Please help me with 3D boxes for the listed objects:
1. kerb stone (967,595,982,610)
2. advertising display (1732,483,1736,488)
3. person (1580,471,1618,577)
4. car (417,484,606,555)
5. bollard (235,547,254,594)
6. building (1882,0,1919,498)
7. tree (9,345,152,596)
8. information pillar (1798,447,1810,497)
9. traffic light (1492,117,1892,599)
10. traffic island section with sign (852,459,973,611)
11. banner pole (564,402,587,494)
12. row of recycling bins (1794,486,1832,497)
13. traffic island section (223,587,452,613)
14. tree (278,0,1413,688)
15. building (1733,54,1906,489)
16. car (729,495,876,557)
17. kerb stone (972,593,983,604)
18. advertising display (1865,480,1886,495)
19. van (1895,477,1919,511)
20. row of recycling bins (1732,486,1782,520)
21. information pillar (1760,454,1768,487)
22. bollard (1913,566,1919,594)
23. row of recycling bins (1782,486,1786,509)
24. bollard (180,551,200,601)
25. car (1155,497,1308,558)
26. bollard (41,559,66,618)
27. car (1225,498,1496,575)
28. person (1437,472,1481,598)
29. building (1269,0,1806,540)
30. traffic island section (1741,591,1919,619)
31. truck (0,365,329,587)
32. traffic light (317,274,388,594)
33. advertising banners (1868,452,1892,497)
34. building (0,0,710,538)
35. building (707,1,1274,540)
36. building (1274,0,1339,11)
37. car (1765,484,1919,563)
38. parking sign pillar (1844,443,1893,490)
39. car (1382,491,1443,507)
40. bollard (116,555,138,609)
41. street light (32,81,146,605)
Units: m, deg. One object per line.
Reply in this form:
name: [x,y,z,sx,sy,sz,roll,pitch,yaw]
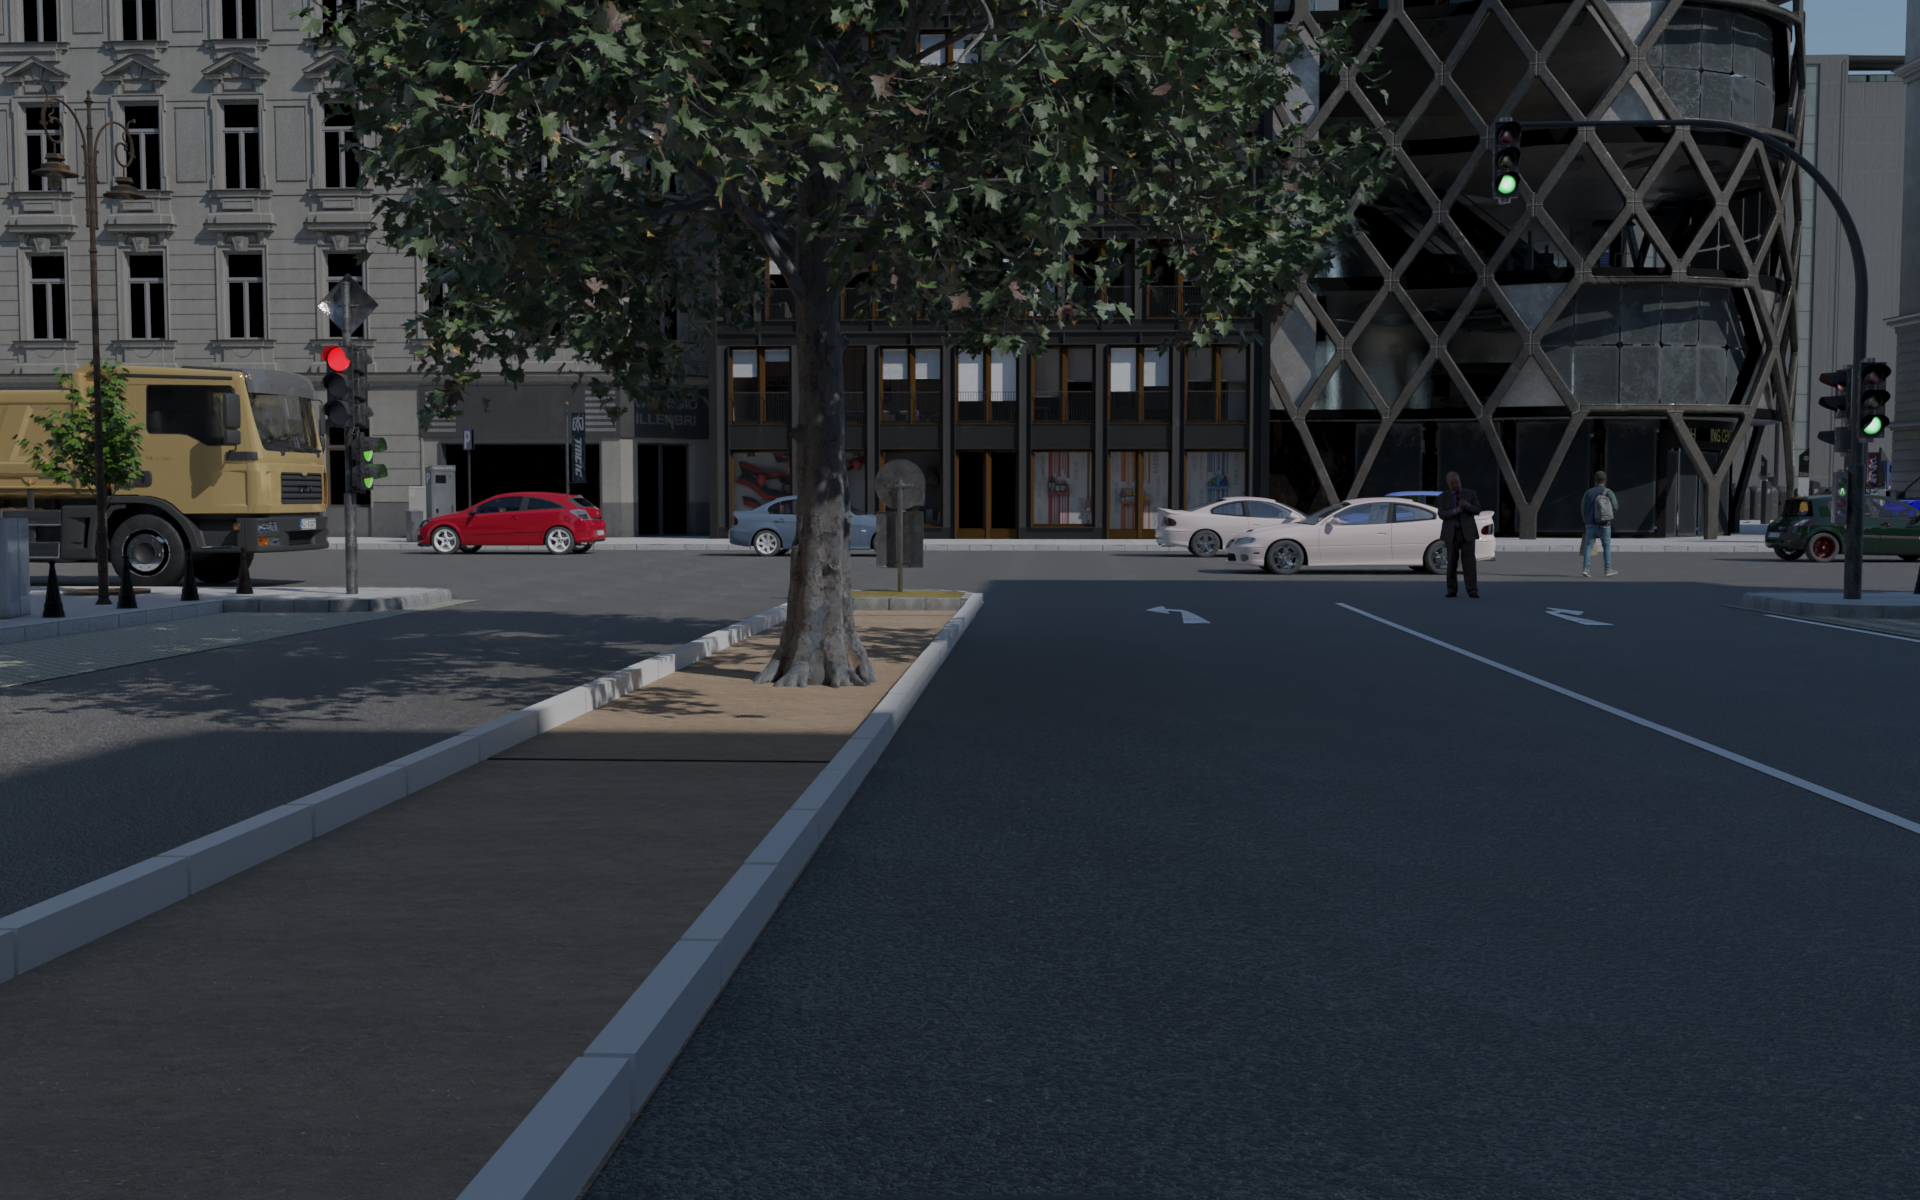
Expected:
kerb stone: [0.148,0.080,20.894,0.120,0.150,1.000,0,4,3]
advertising display: [44.938,-5.835,100.608,0.123,1.923,0.974,2,4,27]
person: [10.967,-1.307,29.859,0.713,1.824,0.794,-2,4,-35]
car: [-10.802,-1.993,41.625,4.494,1.783,2.155,0,4,4]
bollard: [-9.202,-0.380,22.260,0.229,0.601,0.229,0,3,0]
building: [49.186,-14.277,52.515,34.723,24.649,14.460,0,4,3]
tree: [-11.001,-1.696,22.337,1.663,3.219,1.824,0,3,0]
information pillar: [42.126,-5.817,86.469,0.504,3.616,0.183,1,4,18]
traffic light: [8.797,-2.838,21.071,4.771,5.953,1.251,0,4,3]
traffic island section with sign: [-0.827,-0.854,22.106,2.006,1.907,1.989,0,4,3]
banner pole: [-10.441,-3.477,46.859,0.863,3.779,0.401,2,4,27]
row of recycling bins: [47.319,-5.406,95.505,1.069,1.692,3.534,0,4,-5]
traffic island section: [-7.831,0.001,22.265,2.009,0.180,2.903,0,4,3]
tree: [-1.058,-5.718,12.959,9.611,12.733,9.660,0,3,0]
building: [82.580,-29.430,164.780,14.086,41.232,14.154,0,4,3]
car: [-3.101,-1.728,40.260,4.499,1.417,2.014,0,4,4]
kerb stone: [0.205,0.018,21.920,0.120,0.150,1.000,0,4,3]
advertising display: [49.159,-5.371,93.025,0.974,1.923,0.123,3,5,44]
van: [24.259,-2.223,40.723,5.245,2.365,2.240,0,4,2]
row of recycling bins: [43.807,-5.402,95.435,1.069,1.692,3.534,0,4,1]
information pillar: [47.064,-6.732,101.415,0.183,3.616,0.504,-1,4,-19]
bollard: [12.356,-0.377,22.205,0.229,0.601,0.229,0,3,0]
row of recycling bins: [49.543,-5.865,103.003,3.534,1.692,1.069,-1,4,-10]
bollard: [-9.280,-0.294,20.855,0.229,0.601,0.229,0,3,0]
car: [6.918,-1.680,39.835,4.827,1.381,2.083,0,4,3]
bollard: [-9.440,-0.121,18.024,0.229,0.601,0.229,0,3,0]
car: [7.253,-1.171,31.515,4.827,1.381,2.083,0,4,1]
person: [6.912,-0.903,23.958,0.565,1.739,0.600,-1,4,-8]
building: [17.541,-11.544,56.193,16.811,18.784,16.820,0,4,3]
traffic island section: [10.930,0.066,21.206,2.009,0.180,2.903,0,4,3]
truck: [-14.201,-1.903,27.042,9.791,3.379,3.469,0,4,2]
traffic light: [-7.792,-2.031,22.128,0.839,4.253,0.868,0,4,3]
advertising banners: [38.660,-4.623,71.774,2.074,3.025,0.090,2,4,31]
building: [-28.678,-17.281,58.952,44.131,29.872,17.030,0,4,3]
building: [1.100,-13.745,54.413,15.834,23.373,12.332,0,4,3]
building: [35.153,-31.522,134.999,23.786,49.044,30.456,0,4,3]
car: [19.383,-1.654,36.836,4.222,1.686,2.009,0,4,1]
parking sign pillar: [23.230,-3.455,44.962,1.447,3.967,1.447,1,4,23]
car: [10.679,-1.975,41.880,3.694,1.707,1.945,0,4,5]
bollard: [-9.363,-0.209,19.451,0.229,0.601,0.229,0,3,0]
street light: [-9.960,-2.886,19.967,0.468,5.910,1.993,0,4,3]
